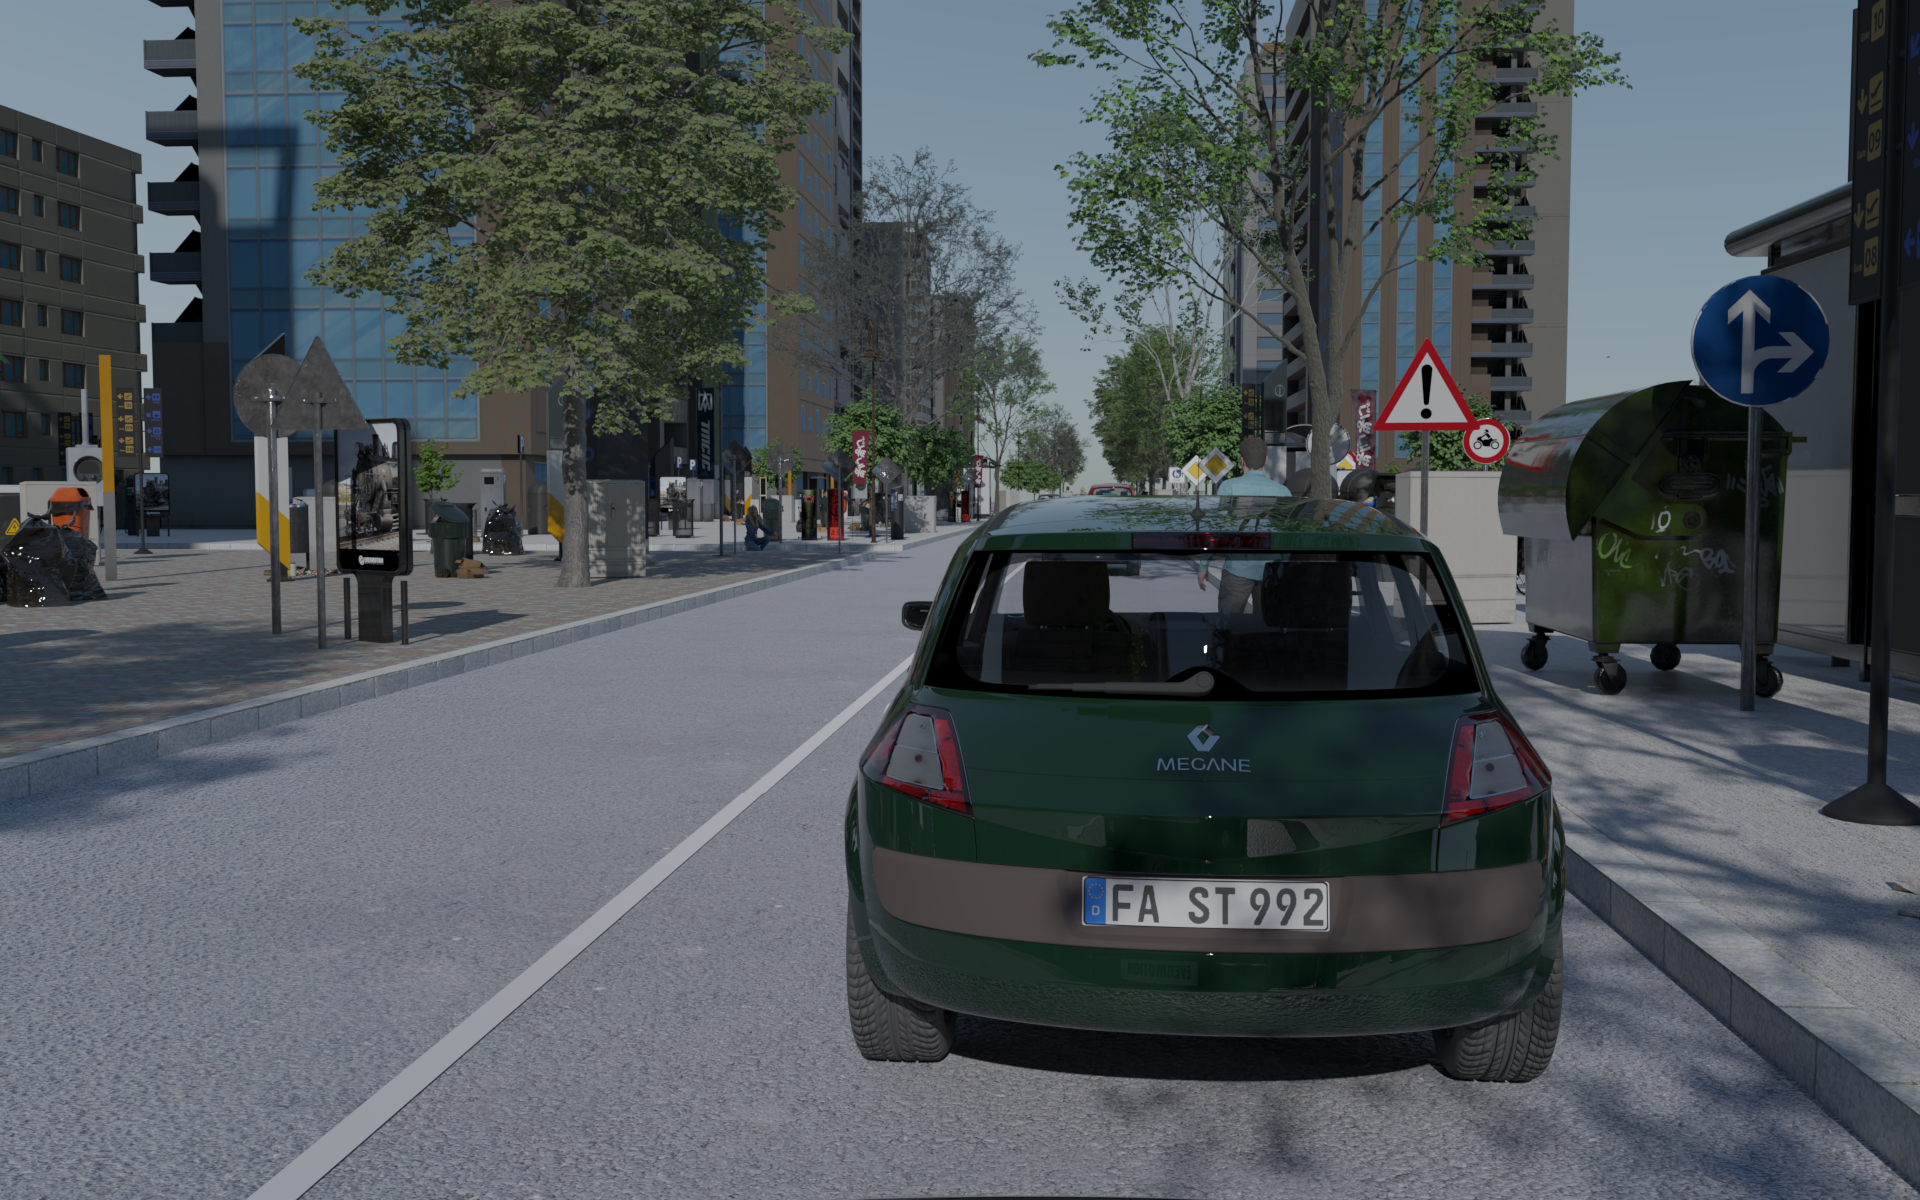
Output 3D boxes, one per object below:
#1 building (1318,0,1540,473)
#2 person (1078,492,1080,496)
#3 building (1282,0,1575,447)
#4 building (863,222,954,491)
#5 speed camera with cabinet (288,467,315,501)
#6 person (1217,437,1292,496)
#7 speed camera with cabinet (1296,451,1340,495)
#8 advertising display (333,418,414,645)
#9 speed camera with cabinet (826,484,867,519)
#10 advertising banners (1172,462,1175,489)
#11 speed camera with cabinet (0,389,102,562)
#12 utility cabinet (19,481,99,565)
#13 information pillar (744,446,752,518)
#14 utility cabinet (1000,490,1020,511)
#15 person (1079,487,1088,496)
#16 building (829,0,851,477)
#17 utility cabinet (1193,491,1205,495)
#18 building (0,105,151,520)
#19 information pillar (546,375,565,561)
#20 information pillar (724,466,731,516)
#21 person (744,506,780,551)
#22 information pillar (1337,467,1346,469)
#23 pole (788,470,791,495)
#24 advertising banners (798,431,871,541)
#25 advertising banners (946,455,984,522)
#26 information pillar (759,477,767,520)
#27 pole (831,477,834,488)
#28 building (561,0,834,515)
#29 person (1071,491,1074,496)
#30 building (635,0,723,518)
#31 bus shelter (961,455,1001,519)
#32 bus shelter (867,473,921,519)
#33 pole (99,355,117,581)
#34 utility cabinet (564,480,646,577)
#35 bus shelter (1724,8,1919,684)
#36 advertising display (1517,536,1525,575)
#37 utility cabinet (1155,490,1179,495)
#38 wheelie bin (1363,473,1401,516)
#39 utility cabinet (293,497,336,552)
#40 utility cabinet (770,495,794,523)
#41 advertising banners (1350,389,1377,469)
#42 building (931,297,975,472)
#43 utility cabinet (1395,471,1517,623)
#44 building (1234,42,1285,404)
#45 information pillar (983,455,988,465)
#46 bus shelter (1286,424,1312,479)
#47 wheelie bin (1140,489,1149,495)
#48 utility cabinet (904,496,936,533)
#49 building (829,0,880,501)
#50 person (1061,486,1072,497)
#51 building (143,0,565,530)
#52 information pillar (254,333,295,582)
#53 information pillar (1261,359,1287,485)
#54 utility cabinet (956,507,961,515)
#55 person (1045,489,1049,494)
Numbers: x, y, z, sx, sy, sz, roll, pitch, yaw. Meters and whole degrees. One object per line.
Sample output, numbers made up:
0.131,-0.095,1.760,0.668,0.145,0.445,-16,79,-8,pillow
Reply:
35.858,-29.653,134.938,14.600,45.320,14.200,0,4,5,building
10.073,-8.266,143.513,0.709,1.838,0.599,1,4,20,person
40.268,-32.336,152.397,21.300,48.544,21.600,0,4,5,building
-16.733,-33.039,232.073,32.217,40.220,23.993,0,4,5,building
-21.309,-3.781,56.156,2.038,3.252,0.660,-2,4,-27,speed camera with cabinet
1.980,-0.202,11.816,0.660,1.820,0.620,-1,4,-13,person
7.802,-2.540,35.860,2.038,3.252,0.660,-3,5,-40,speed camera with cabinet
-5.068,-0.597,14.969,0.974,1.923,0.123,3,4,38,advertising display
-5.821,-5.785,88.922,2.038,3.252,0.660,-1,4,-22,speed camera with cabinet
11.458,-6.064,95.336,0.090,3.025,2.074,-1,4,-15,advertising banners
-17.010,-2.319,32.254,2.038,3.252,0.660,-2,4,-32,speed camera with cabinet
-15.803,-1.328,30.393,0.318,1.500,1.173,3,5,42,utility cabinet
-10.253,-5.654,83.793,0.183,3.616,0.504,-3,5,-44,information pillar
3.297,-6.314,111.912,1.173,1.500,0.318,-2,4,-35,utility cabinet
6.510,-5.052,91.289,0.537,1.800,0.526,0,4,8,person
-23.495,-33.422,135.693,28.713,52.752,27.495,0,4,5,building
16.150,-6.615,116.827,0.318,1.500,1.173,3,4,38,utility cabinet
-57.106,-14.117,75.846,28.899,21.520,27.650,0,4,5,building
-7.662,-2.554,33.115,0.183,3.616,0.504,3,5,42,information pillar
-13.642,-6.742,101.593,0.183,3.616,0.504,2,4,28,information pillar
-4.639,-1.607,40.270,0.738,1.151,1.012,3,4,38,person
10.263,-2.603,47.055,0.304,2.012,0.304,2,4,33,information pillar
-9.201,-6.095,93.499,0.158,3.312,0.155,0,3,0,pole
-3.447,-3.139,47.512,2.074,3.025,0.090,1,4,12,advertising banners
0.225,-5.024,78.331,2.074,3.025,0.090,3,4,36,advertising banners
-8.635,-4.362,75.805,0.304,2.012,0.304,-1,4,-16,information pillar
-6.650,-5.897,90.255,0.158,3.312,0.155,0,3,0,pole
-16.129,-28.236,111.768,14.600,45.320,14.200,0,4,5,building
11.788,-10.549,181.699,0.721,1.743,1.217,3,5,44,person
-20.908,-19.494,90.433,14.160,30.474,14.107,0,4,5,building
1.011,-5.987,91.812,2.014,3.302,5.546,0,4,5,bus shelter
-3.136,-6.317,80.907,2.179,5.291,8.768,0,4,5,bus shelter
-12.556,-1.938,25.526,0.158,3.312,0.155,0,3,0,pole
-5.418,-1.087,26.452,1.173,1.500,0.318,-1,4,-23,utility cabinet
6.995,-2.107,12.087,2.179,5.291,8.768,0,4,5,bus shelter
8.971,-1.370,27.612,0.123,1.923,0.974,0,4,-1,advertising display
10.071,-4.635,84.454,1.173,1.500,0.318,-2,4,-25,utility cabinet
6.413,-1.073,25.449,0.980,1.594,0.693,-1,4,-11,wheelie bin
-14.339,-1.685,38.708,1.020,1.237,0.306,-3,5,-40,utility cabinet
-7.955,-4.056,77.478,1.020,1.237,0.306,1,4,13,utility cabinet
7.456,-2.029,29.359,2.074,3.025,0.090,-1,4,-23,advertising banners
-5.210,-30.147,264.610,14.160,30.474,14.107,0,4,5,building
4.864,-0.509,17.009,1.173,1.500,0.318,-1,4,-15,utility cabinet
47.663,-42.257,232.907,21.231,58.520,28.212,0,4,5,building
1.446,-6.936,104.762,0.504,3.616,0.183,0,4,8,information pillar
10.155,-3.592,52.656,2.014,3.302,5.546,0,4,5,bus shelter
11.992,-6.434,113.103,0.693,1.594,0.980,0,4,1,wheelie bin
-1.317,-2.829,57.408,1.020,1.237,0.306,1,4,13,utility cabinet
-17.521,-44.065,158.719,20.563,71.187,20.611,0,4,5,building
5.493,-4.947,89.230,0.661,1.843,0.795,1,4,19,person
-21.479,-25.549,67.837,14.600,45.320,14.200,0,4,5,building
-9.990,-2.068,25.168,0.183,3.616,0.504,3,4,39,information pillar
5.442,-2.364,30.005,0.504,3.616,0.183,-1,4,-23,information pillar
0.339,-5.991,109.115,1.020,1.237,0.306,2,4,33,utility cabinet
5.699,-6.413,113.575,0.641,1.798,0.478,-1,4,-13,person
